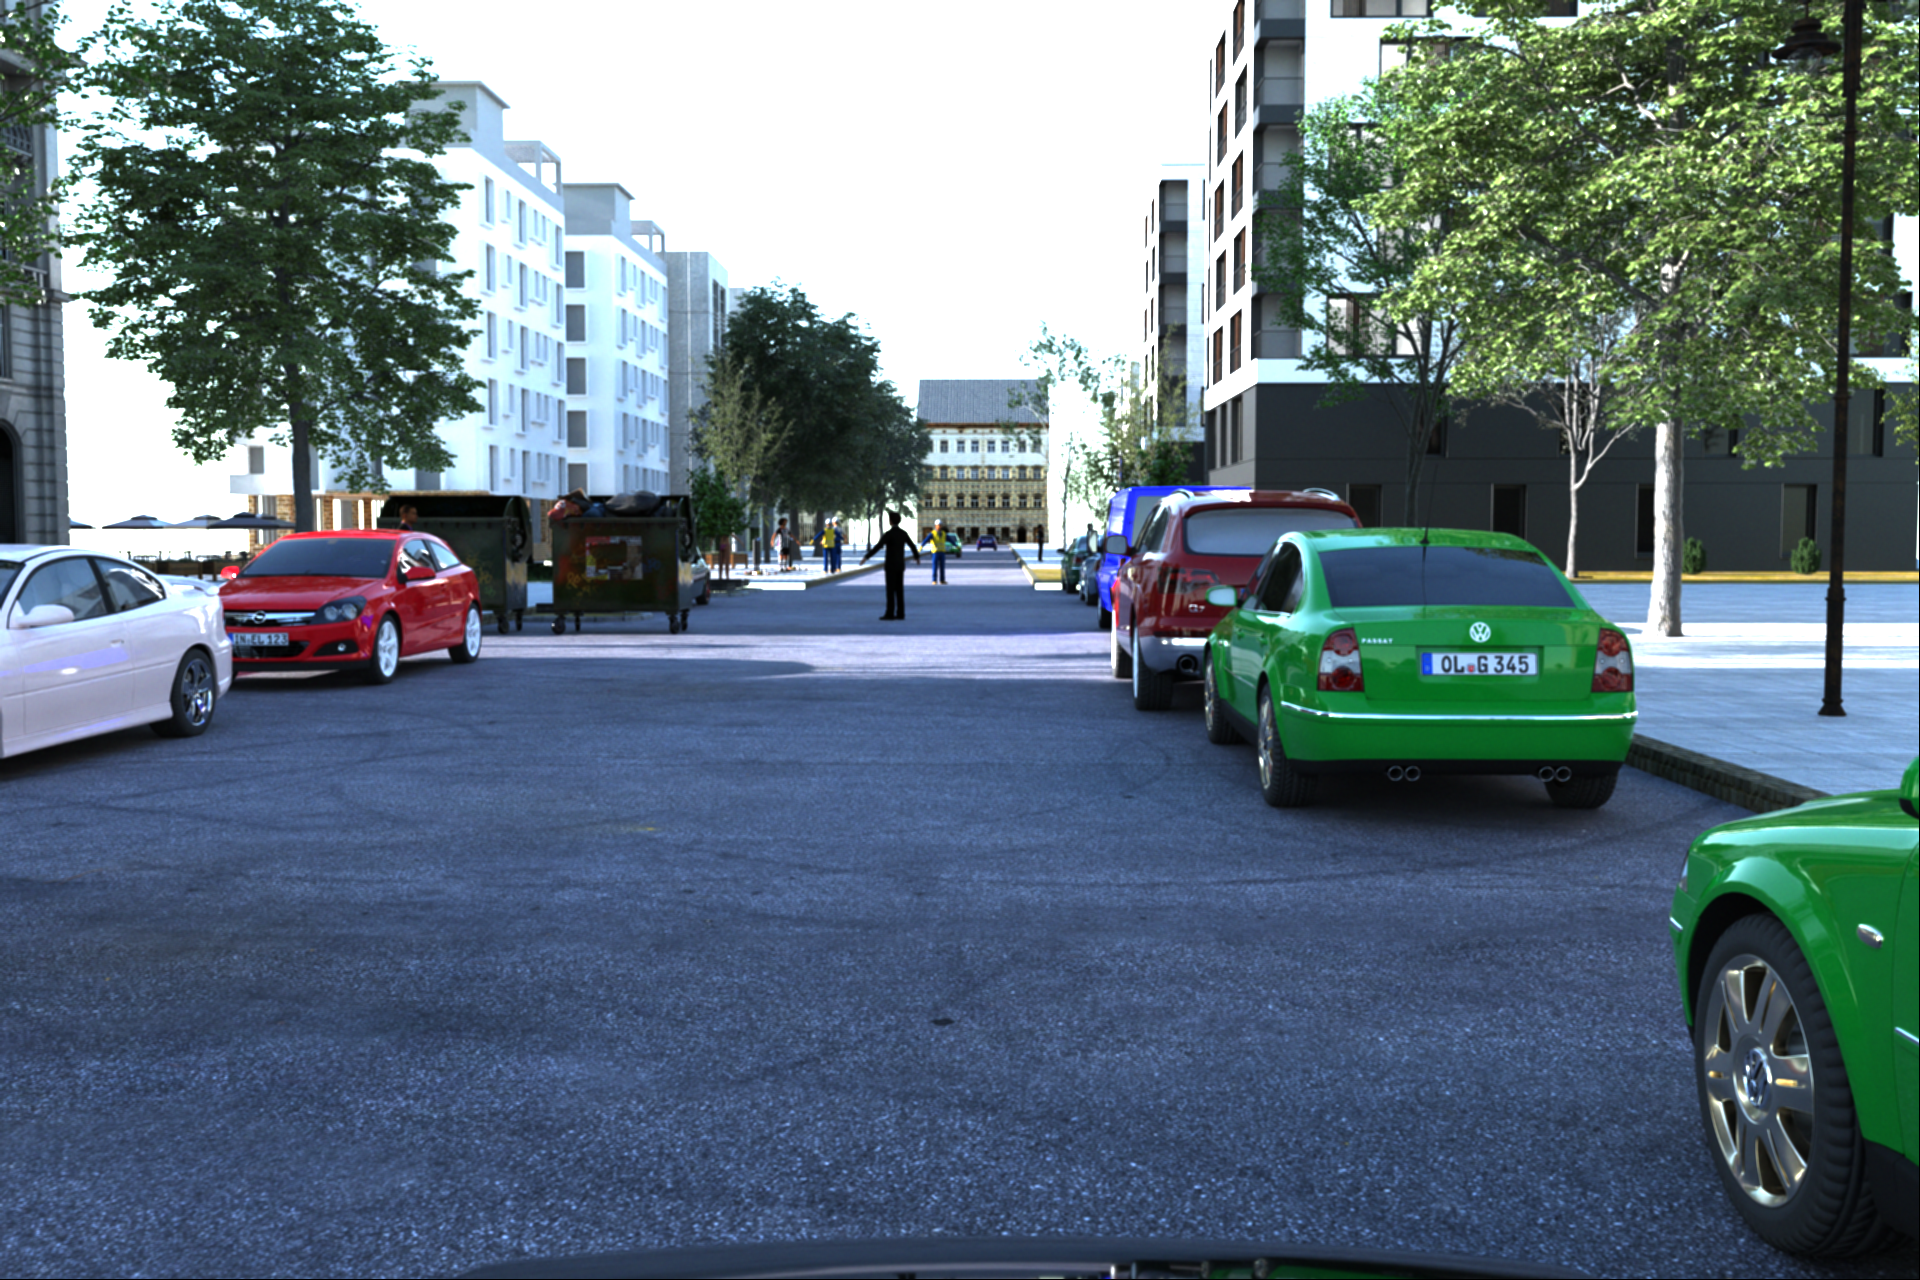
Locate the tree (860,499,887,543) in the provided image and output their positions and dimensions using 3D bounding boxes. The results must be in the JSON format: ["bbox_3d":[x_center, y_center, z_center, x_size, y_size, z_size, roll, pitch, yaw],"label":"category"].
[{"bbox_3d":[-13.844,-19.368,242.426,9.928,11.665,9.643,0,3,0],"label":"tree"}]

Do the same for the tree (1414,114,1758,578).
[{"bbox_3d":[18.014,-8.549,50.148,12.009,13.543,11.850,0,3,0],"label":"tree"}]

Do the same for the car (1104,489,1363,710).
[{"bbox_3d":[2.474,-0.422,15.581,2.281,1.827,5.304,0,4,2],"label":"car"}]

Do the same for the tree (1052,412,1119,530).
[{"bbox_3d":[8.120,-9.392,103.914,4.360,8.622,3.978,0,3,0],"label":"tree"}]

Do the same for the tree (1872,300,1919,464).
[{"bbox_3d":[28.085,-6.044,49.189,4.737,8.622,4.395,0,3,0],"label":"tree"}]

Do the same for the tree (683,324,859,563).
[{"bbox_3d":[-8.400,-8.670,76.175,8.767,10.594,7.601,1,4,8],"label":"tree"}]

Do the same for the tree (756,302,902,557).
[{"bbox_3d":[-7.915,-11.613,96.533,9.857,13.997,8.962,0,3,0],"label":"tree"}]

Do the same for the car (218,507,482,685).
[{"bbox_3d":[-6.314,-0.537,17.825,2.155,1.783,4.494,0,4,1],"label":"car"}]

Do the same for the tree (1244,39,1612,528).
[{"bbox_3d":[9.858,-6.803,36.990,9.928,11.665,9.643,0,3,0],"label":"tree"}]

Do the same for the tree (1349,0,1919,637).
[{"bbox_3d":[8.864,-6.339,21.771,7.486,12.596,7.792,0,3,0],"label":"tree"}]

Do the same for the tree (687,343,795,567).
[{"bbox_3d":[-8.803,-7.132,66.965,4.360,8.622,3.978,0,3,0],"label":"tree"}]

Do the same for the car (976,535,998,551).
[{"bbox_3d":[2.349,-8.444,150.642,1.945,1.354,3.894,0,4,2],"label":"car"}]

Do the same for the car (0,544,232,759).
[{"bbox_3d":[-6.342,0.086,10.950,2.083,1.381,4.827,0,4,1],"label":"car"}]

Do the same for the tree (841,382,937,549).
[{"bbox_3d":[-6.739,-14.534,144.284,9.857,13.997,8.962,0,3,0],"label":"tree"}]

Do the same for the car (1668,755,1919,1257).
[{"bbox_3d":[2.451,0.411,2.079,1.959,1.807,4.718,0,4,1],"label":"car"}]

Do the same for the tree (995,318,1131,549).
[{"bbox_3d":[9.085,-18.051,151.028,12.611,20.169,13.585,0,3,0],"label":"tree"}]

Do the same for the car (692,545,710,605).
[{"bbox_3d":[-5.977,-1.469,33.804,2.009,1.686,4.222,0,4,1],"label":"car"}]

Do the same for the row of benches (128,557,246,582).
[{"bbox_3d":[-20.784,-1.859,45.853,1.422,0.672,4.104,2,4,26],"label":"row of benches"}]

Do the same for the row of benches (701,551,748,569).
[{"bbox_3d":[-9.107,-2.930,63.375,1.422,0.672,4.104,2,4,25],"label":"row of benches"}]

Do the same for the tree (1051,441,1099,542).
[{"bbox_3d":[8.547,-11.108,131.977,4.360,8.622,3.978,0,3,0],"label":"tree"}]

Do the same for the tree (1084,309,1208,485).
[{"bbox_3d":[6.168,-6.494,56.539,4.360,8.622,3.978,0,3,0],"label":"tree"}]

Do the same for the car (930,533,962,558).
[{"bbox_3d":[-0.825,-5.934,105.821,1.959,1.807,4.718,0,4,1],"label":"car"}]

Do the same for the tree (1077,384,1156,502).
[{"bbox_3d":[7.828,-8.208,84.568,4.737,8.622,4.395,0,3,0],"label":"tree"}]

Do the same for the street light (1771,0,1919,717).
[{"bbox_3d":[6.175,-2.403,12.083,0.468,5.910,1.993,0,4,1],"label":"street light"}]

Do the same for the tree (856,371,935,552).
[{"bbox_3d":[-6.540,-13.231,126.691,12.009,13.543,11.850,0,3,0],"label":"tree"}]

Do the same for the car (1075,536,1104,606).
[{"bbox_3d":[3.424,-1.467,35.984,2.014,1.417,4.499,0,4,2],"label":"car"}]

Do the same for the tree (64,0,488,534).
[{"bbox_3d":[-12.864,-6.993,32.455,7.486,12.596,7.792,0,3,0],"label":"tree"}]

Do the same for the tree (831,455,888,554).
[{"bbox_3d":[-6.755,-9.853,111.461,4.737,8.622,4.395,0,3,0],"label":"tree"}]

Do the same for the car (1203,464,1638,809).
[{"bbox_3d":[2.530,-0.100,10.434,1.959,1.807,4.718,0,4,2],"label":"car"}]

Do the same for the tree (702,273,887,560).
[{"bbox_3d":[-8.094,-10.890,84.714,9.857,13.997,8.962,0,3,0],"label":"tree"}]

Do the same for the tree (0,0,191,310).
[{"bbox_3d":[-11.832,-5.638,17.943,9.928,11.665,9.643,0,3,0],"label":"tree"}]

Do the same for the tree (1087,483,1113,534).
[{"bbox_3d":[19.638,-17.694,239.656,4.737,8.622,4.395,0,3,0],"label":"tree"}]

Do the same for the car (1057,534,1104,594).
[{"bbox_3d":[3.494,-1.915,43.106,2.131,1.459,4.920,0,4,1],"label":"car"}]
